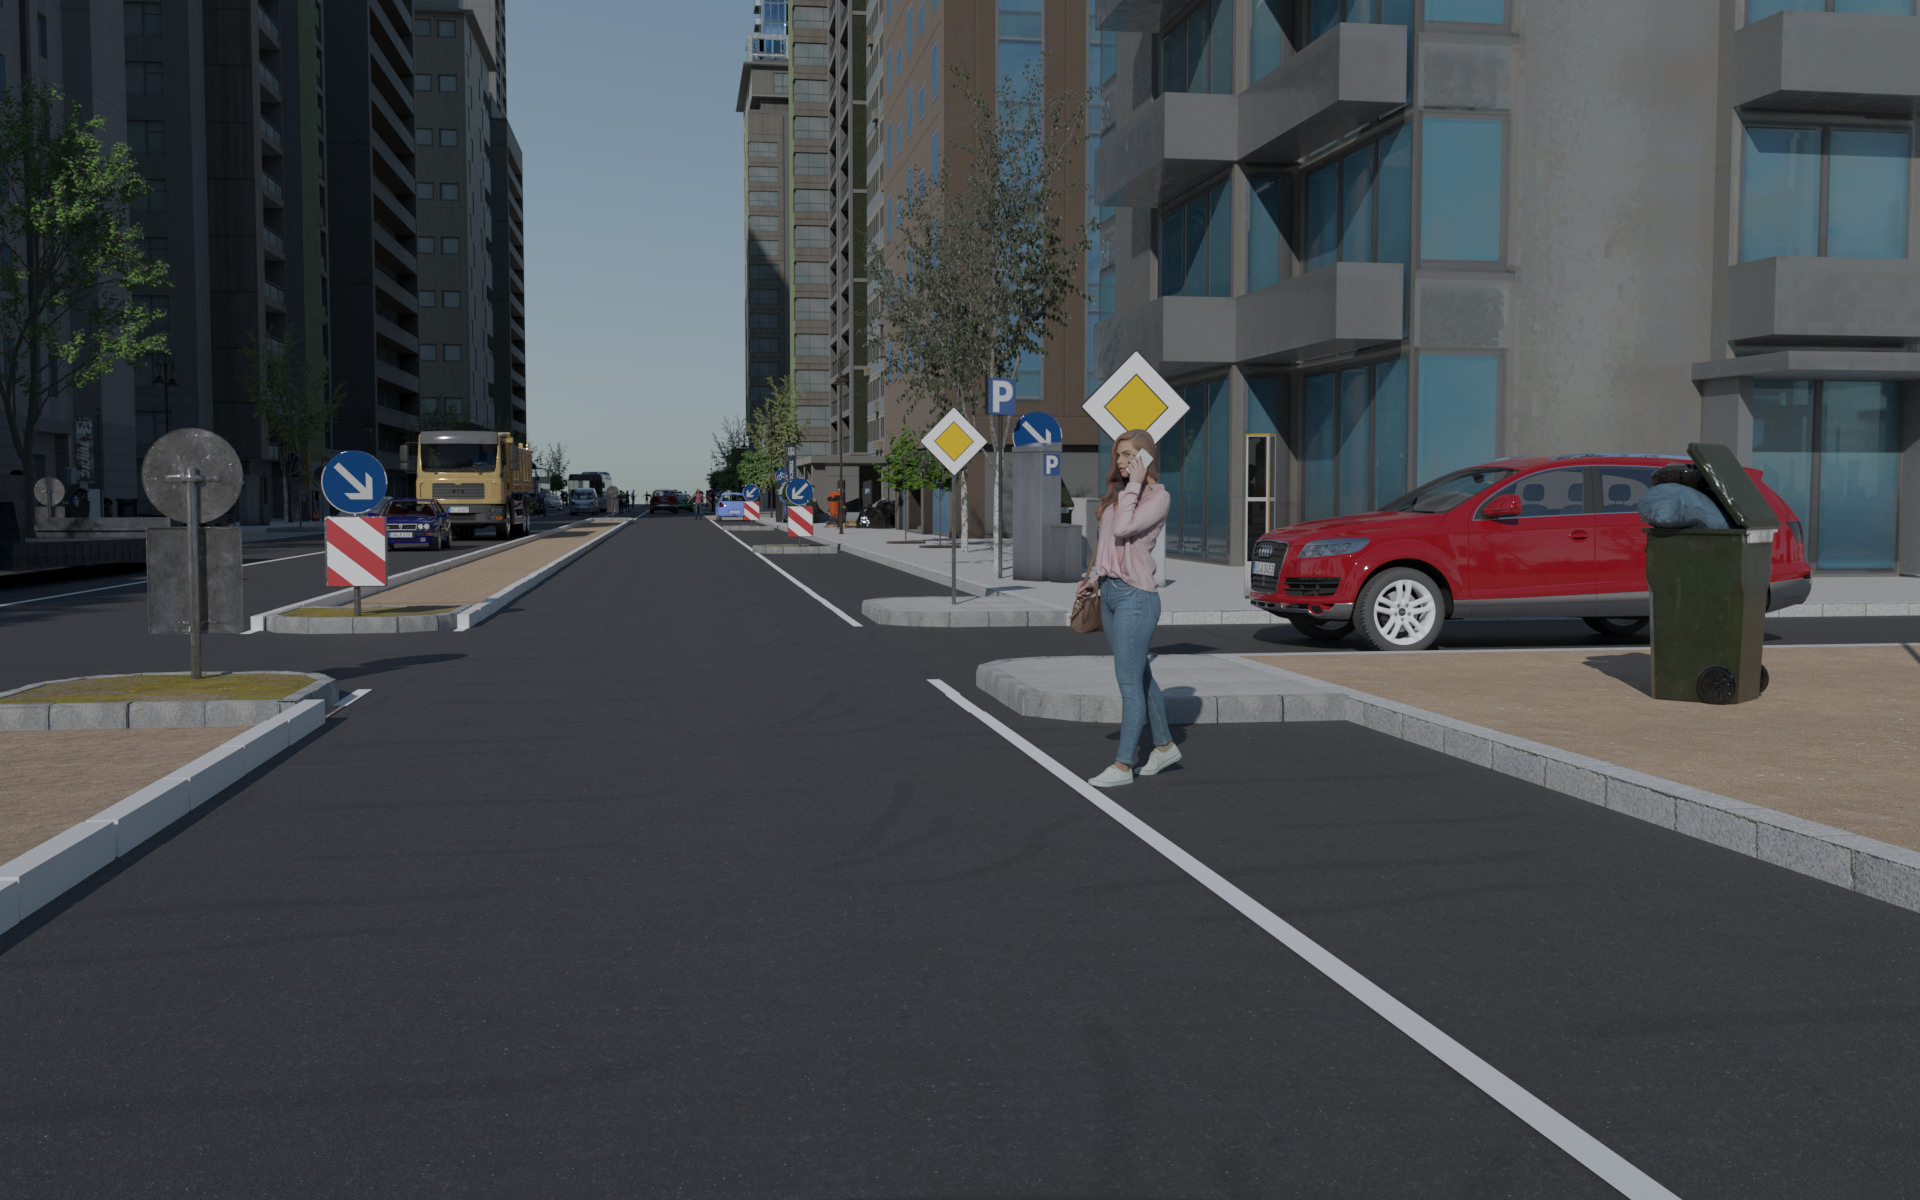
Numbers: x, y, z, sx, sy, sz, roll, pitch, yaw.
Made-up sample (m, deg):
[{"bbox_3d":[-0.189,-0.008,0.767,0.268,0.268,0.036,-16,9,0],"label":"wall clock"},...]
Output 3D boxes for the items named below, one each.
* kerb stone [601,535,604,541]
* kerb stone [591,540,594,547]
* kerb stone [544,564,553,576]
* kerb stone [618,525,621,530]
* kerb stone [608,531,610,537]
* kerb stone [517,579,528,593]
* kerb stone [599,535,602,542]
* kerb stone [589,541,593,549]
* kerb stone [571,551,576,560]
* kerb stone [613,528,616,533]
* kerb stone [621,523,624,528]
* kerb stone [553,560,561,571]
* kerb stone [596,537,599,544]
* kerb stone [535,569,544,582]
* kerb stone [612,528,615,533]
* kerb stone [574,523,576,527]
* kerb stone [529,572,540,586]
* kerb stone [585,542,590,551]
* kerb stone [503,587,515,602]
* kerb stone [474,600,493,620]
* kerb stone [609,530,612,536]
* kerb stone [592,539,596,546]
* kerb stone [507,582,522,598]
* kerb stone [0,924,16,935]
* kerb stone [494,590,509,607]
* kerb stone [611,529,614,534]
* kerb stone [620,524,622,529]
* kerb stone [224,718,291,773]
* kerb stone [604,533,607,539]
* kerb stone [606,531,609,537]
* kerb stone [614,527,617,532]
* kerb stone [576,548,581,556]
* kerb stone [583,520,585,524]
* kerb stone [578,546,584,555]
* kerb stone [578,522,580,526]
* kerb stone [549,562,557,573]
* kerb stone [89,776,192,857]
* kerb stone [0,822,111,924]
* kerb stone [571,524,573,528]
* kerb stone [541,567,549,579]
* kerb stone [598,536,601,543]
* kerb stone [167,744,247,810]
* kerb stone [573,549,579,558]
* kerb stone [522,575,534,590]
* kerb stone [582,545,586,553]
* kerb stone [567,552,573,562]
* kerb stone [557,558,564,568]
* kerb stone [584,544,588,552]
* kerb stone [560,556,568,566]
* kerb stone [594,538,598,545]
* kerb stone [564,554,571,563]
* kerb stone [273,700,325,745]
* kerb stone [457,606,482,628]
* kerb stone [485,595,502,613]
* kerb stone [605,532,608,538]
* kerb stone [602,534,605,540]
[{"bbox_3d":[-10.715,-1.782,51.331,0.120,0.150,1.000,-1,4,-9],"label":"kerb stone"},{"bbox_3d":[-9.714,-1.410,45.253,0.120,0.150,1.000,-1,4,-9],"label":"kerb stone"},{"bbox_3d":[-7.209,-0.482,30.094,0.120,0.150,1.000,-1,4,-9],"label":"kerb stone"},{"bbox_3d":[-13.210,-2.707,66.505,0.120,0.150,1.000,-1,4,-9],"label":"kerb stone"},{"bbox_3d":[-11.541,-2.090,56.374,0.120,0.150,1.000,-1,4,-9],"label":"kerb stone"},{"bbox_3d":[-6.385,-0.174,25.046,0.120,0.150,1.000,-1,4,-9],"label":"kerb stone"},{"bbox_3d":[-10.547,-1.714,50.316,0.120,0.150,1.000,-1,4,-9],"label":"kerb stone"},{"bbox_3d":[-9.537,-1.348,44.239,0.120,0.150,1.000,-1,4,-9],"label":"kerb stone"},{"bbox_3d":[-8.375,-0.915,37.156,0.120,0.150,1.000,-1,4,-9],"label":"kerb stone"},{"bbox_3d":[-12.379,-2.401,61.446,0.120,0.150,1.000,-1,4,-9],"label":"kerb stone"},{"bbox_3d":[-13.887,-2.958,70.559,0.120,0.150,1.000,-1,4,-9],"label":"kerb stone"},{"bbox_3d":[-7.547,-0.606,32.110,0.120,0.150,1.000,-1,4,-9],"label":"kerb stone"},{"bbox_3d":[-10.211,-1.595,48.288,0.120,0.150,1.000,-1,4,-9],"label":"kerb stone"},{"bbox_3d":[-6.884,-0.359,28.073,0.120,0.150,1.000,-1,4,-9],"label":"kerb stone"},{"bbox_3d":[-12.215,-2.338,60.434,0.120,0.150,1.000,-1,4,-9],"label":"kerb stone"},{"bbox_3d":[-16.451,-3.120,73.238,0.120,0.150,1.000,-1,4,-9],"label":"kerb stone"},{"bbox_3d":[-6.705,-0.295,27.067,0.120,0.150,1.000,-1,4,-9],"label":"kerb stone"},{"bbox_3d":[-9.379,-1.286,43.223,0.120,0.150,1.000,-1,4,-9],"label":"kerb stone"},{"bbox_3d":[-6.053,-0.044,23.030,0.120,0.150,1.000,-1,4,-9],"label":"kerb stone"},{"bbox_3d":[-5.544,0.134,20.002,0.120,0.150,1.000,-1,4,-9],"label":"kerb stone"},{"bbox_3d":[-11.709,-2.153,57.391,0.120,0.150,1.000,-1,4,-9],"label":"kerb stone"},{"bbox_3d":[-9.880,-1.471,46.270,0.120,0.150,1.000,-1,4,-9],"label":"kerb stone"},{"bbox_3d":[-6.220,-0.112,24.038,0.120,0.150,1.000,-1,4,-9],"label":"kerb stone"},{"bbox_3d":[-3.124,1.041,5.284,0.120,0.150,1.000,-1,4,-9],"label":"kerb stone"},{"bbox_3d":[-5.876,0.011,22.019,0.120,0.150,1.000,-1,4,-9],"label":"kerb stone"},{"bbox_3d":[-12.046,-2.276,59.425,0.120,0.150,1.000,-1,4,-9],"label":"kerb stone"},{"bbox_3d":[-13.548,-2.834,68.532,0.120,0.150,1.000,-1,4,-9],"label":"kerb stone"},{"bbox_3d":[-3.792,0.787,9.329,0.120,0.150,1.000,-1,4,-9],"label":"kerb stone"},{"bbox_3d":[-11.044,-1.901,53.349,0.120,0.150,1.000,-1,4,-9],"label":"kerb stone"},{"bbox_3d":[-11.372,-2.027,55.367,0.120,0.150,1.000,-1,4,-9],"label":"kerb stone"},{"bbox_3d":[-12.545,-2.462,62.455,0.120,0.150,1.000,-1,4,-9],"label":"kerb stone"},{"bbox_3d":[-8.711,-1.039,39.186,0.120,0.150,1.000,-1,4,-9],"label":"kerb stone"},{"bbox_3d":[-17.613,-3.554,80.307,0.120,0.150,1.000,-1,4,-9],"label":"kerb stone"},{"bbox_3d":[-8.878,-1.101,40.198,0.120,0.150,1.000,-1,4,-9],"label":"kerb stone"},{"bbox_3d":[-16.948,-3.307,76.263,0.120,0.150,1.000,-1,4,-9],"label":"kerb stone"},{"bbox_3d":[-7.380,-0.538,31.102,0.120,0.150,1.000,-1,4,-9],"label":"kerb stone"},{"bbox_3d":[-3.457,0.911,7.308,0.120,0.150,1.000,-1,4,-9],"label":"kerb stone"},{"bbox_3d":[-3.295,0.973,6.292,0.120,0.150,1.000,-1,4,-9],"label":"kerb stone"},{"bbox_3d":[-16.119,-2.998,71.210,0.120,0.150,1.000,-1,4,-9],"label":"kerb stone"},{"bbox_3d":[-7.045,-0.419,29.083,0.120,0.150,1.000,-1,4,-9],"label":"kerb stone"},{"bbox_3d":[-10.375,-1.657,49.308,0.120,0.150,1.000,-1,4,-9],"label":"kerb stone"},{"bbox_3d":[-3.622,0.849,8.317,0.120,0.150,1.000,-1,4,-9],"label":"kerb stone"},{"bbox_3d":[-8.546,-0.977,38.169,0.120,0.150,1.000,-1,4,-9],"label":"kerb stone"},{"bbox_3d":[-6.545,-0.236,26.056,0.120,0.150,1.000,-1,4,-9],"label":"kerb stone"},{"bbox_3d":[-9.046,-1.160,41.206,0.120,0.150,1.000,-1,4,-9],"label":"kerb stone"},{"bbox_3d":[-8.214,-0.853,36.145,0.120,0.150,1.000,-1,4,-9],"label":"kerb stone"},{"bbox_3d":[-7.717,-0.668,33.117,0.120,0.150,1.000,-1,4,-9],"label":"kerb stone"},{"bbox_3d":[-9.210,-1.222,42.215,0.120,0.150,1.000,-1,4,-9],"label":"kerb stone"},{"bbox_3d":[-7.877,-0.730,34.127,0.120,0.150,1.000,-1,4,-9],"label":"kerb stone"},{"bbox_3d":[-10.044,-1.534,47.280,0.120,0.150,1.000,-1,4,-9],"label":"kerb stone"},{"bbox_3d":[-8.044,-0.792,35.137,0.120,0.150,1.000,-1,4,-9],"label":"kerb stone"},{"bbox_3d":[-3.954,0.728,10.341,0.120,0.150,1.000,-1,4,-9],"label":"kerb stone"},{"bbox_3d":[-5.387,0.201,18.988,0.120,0.150,1.000,-1,4,-9],"label":"kerb stone"},{"bbox_3d":[-5.704,0.072,21.012,0.120,0.150,1.000,-1,4,-9],"label":"kerb stone"},{"bbox_3d":[-11.221,-1.967,54.355,0.120,0.150,1.000,-1,4,-9],"label":"kerb stone"},{"bbox_3d":[-10.876,-1.844,52.341,0.120,0.150,1.000,-1,4,-9],"label":"kerb stone"}]
